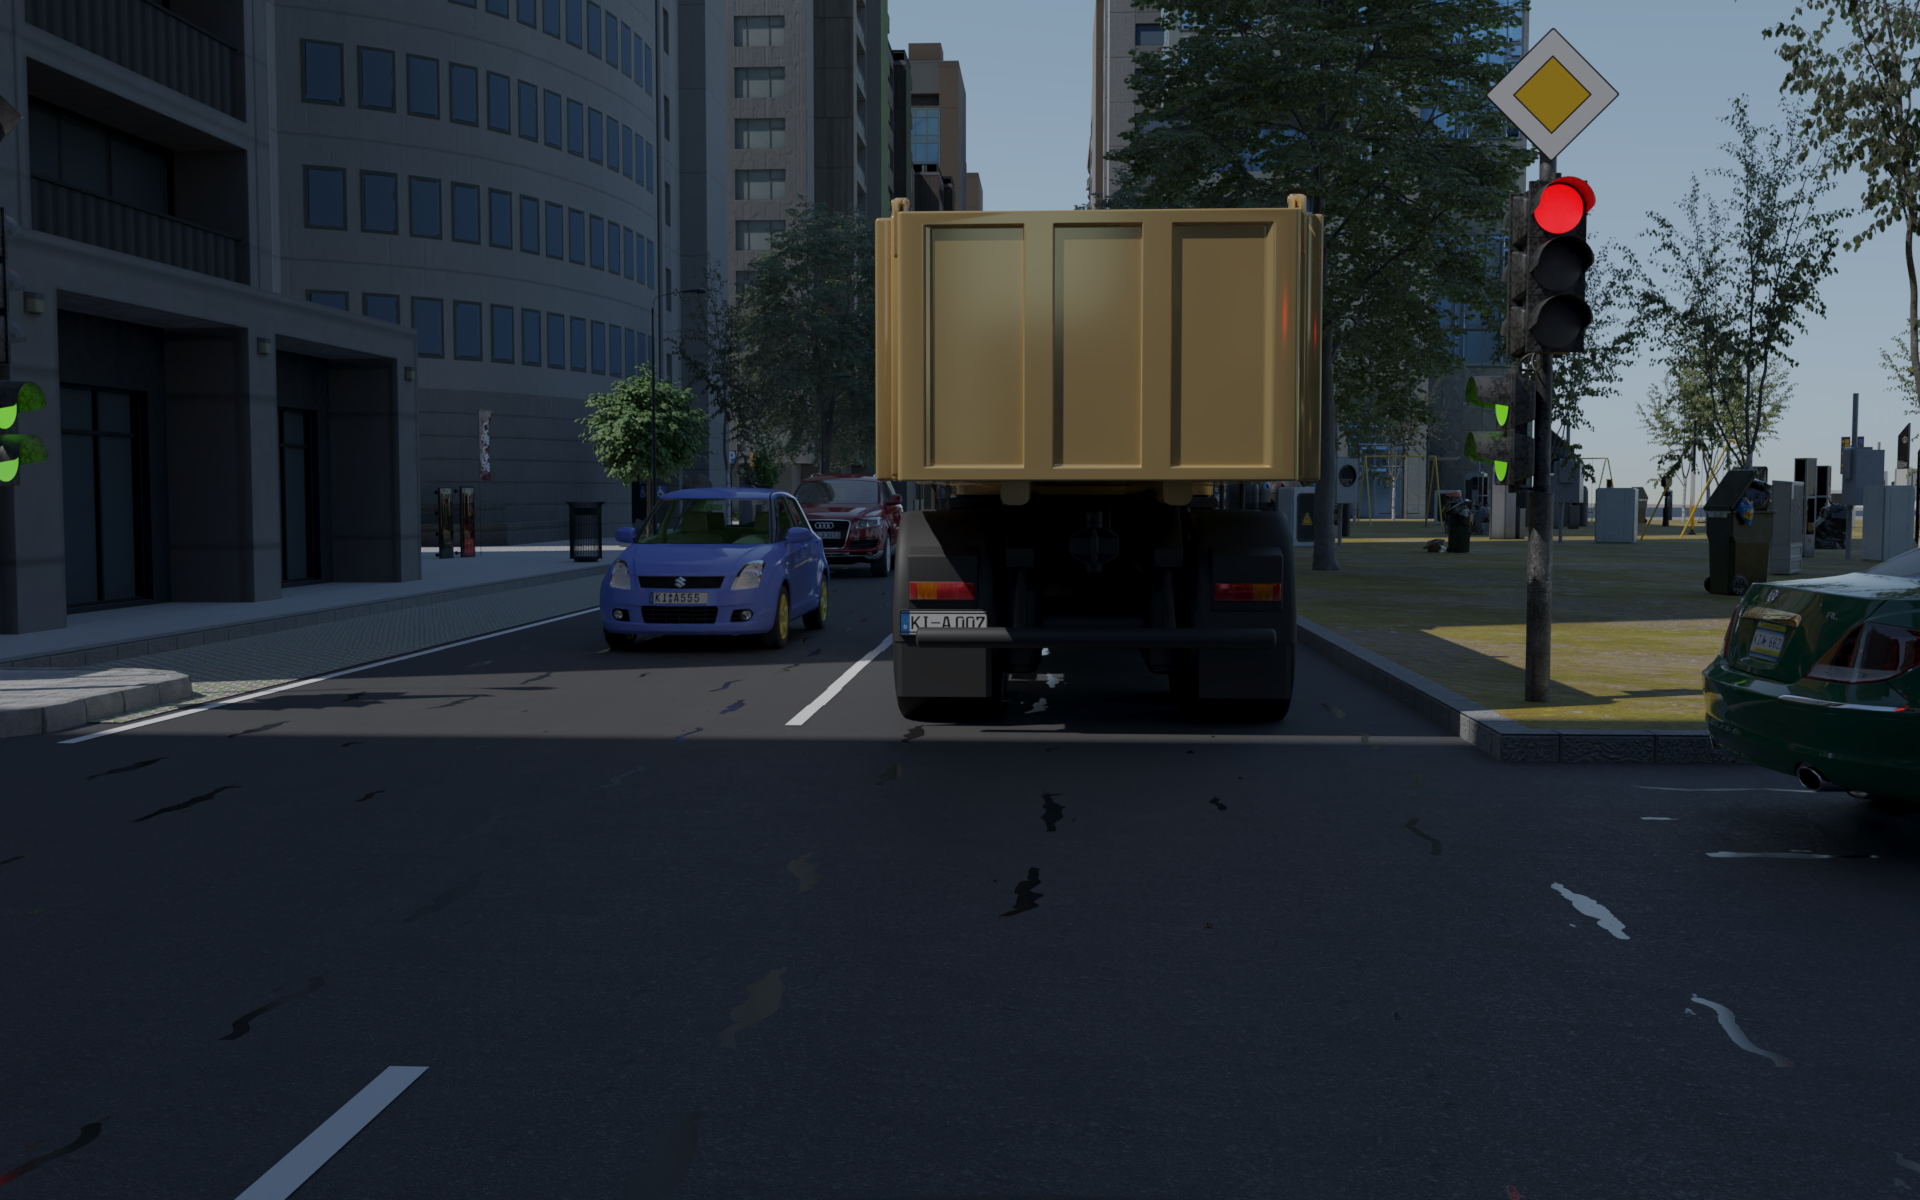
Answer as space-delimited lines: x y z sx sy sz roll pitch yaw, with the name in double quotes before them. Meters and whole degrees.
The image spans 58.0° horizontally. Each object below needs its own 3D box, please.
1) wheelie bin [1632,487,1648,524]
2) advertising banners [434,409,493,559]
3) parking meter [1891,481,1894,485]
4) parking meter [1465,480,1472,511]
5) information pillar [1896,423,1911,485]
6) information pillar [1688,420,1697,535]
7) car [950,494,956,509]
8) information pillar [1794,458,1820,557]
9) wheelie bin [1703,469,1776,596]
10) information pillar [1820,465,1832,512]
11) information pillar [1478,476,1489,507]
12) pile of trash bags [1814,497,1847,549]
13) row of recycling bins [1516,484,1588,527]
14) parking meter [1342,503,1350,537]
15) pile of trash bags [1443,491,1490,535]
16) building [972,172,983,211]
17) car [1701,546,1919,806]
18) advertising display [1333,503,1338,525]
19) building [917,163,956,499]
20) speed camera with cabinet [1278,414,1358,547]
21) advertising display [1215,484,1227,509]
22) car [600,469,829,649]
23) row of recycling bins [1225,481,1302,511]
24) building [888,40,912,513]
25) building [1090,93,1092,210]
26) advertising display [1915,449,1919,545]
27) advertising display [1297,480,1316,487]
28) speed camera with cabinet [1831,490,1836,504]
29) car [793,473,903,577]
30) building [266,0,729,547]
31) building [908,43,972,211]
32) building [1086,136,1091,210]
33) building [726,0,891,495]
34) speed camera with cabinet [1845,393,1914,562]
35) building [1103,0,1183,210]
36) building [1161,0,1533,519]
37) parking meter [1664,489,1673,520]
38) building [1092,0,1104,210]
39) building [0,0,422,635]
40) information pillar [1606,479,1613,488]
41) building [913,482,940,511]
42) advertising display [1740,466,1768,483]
"wheelie bin" 29.450 -4.127 75.385 0.980 1.594 0.693 -1 4 -22
"advertising banners" -9.998 -2.376 35.036 0.090 3.025 2.074 1 4 17
"parking meter" 37.978 -3.948 70.269 0.255 1.863 0.399 -1 4 -11
"parking meter" 20.862 -3.997 71.060 0.255 1.863 0.399 1 4 12
"information pillar" 31.089 -4.021 57.090 0.183 3.616 0.504 -1 4 -12
"information pillar" 23.261 -3.890 54.954 0.183 3.616 0.504 1 4 16
"car" -0.136 -6.936 123.627 2.015 1.641 3.980 0 4 3
"information pillar" 17.182 -1.881 35.241 0.304 2.012 0.304 -2 4 -25
"wheelie bin" 9.960 -0.870 22.139 0.693 1.594 0.980 0 4 -7
"information pillar" 22.202 -2.451 44.562 0.304 2.012 0.304 3 5 40
"information pillar" 21.507 -4.081 71.218 0.304 2.012 0.304 -1 4 -21
"pile of trash bags" 19.840 -1.892 40.687 1.912 1.369 3.447 2 4 31
"row of recycling bins" 23.327 -3.751 68.440 3.534 1.692 1.069 -1 4 -21
"parking meter" 11.615 -2.846 52.239 0.255 1.863 0.399 1 4 23
"pile of trash bags" 16.470 -2.815 55.774 1.912 1.369 3.447 -1 4 -9
"building" -4.075 -35.794 235.339 14.600 45.320 14.200 0 4 3
"car" 5.727 0.284 7.149 4.920 1.459 2.131 0 4 4
"advertising display" 15.405 -4.033 71.152 0.123 1.923 0.974 -1 4 -21
"building" -7.773 -23.217 151.293 14.160 30.474 14.107 0 4 3
"speed camera with cabinet" 8.736 -2.927 42.190 2.038 3.252 0.660 -2 4 -28
"advertising display" 10.871 -4.062 71.623 0.974 1.923 0.123 -2 4 -29
"car" -2.365 -0.467 17.219 1.945 1.707 3.694 0 4 4
"row of recycling bins" 7.968 -2.351 45.558 1.069 1.692 3.534 2 4 35
"building" -10.503 -20.565 107.936 14.160 30.474 14.107 0 4 3
"building" 24.625 -34.210 183.030 21.300 48.544 21.600 0 4 3
"advertising display" 13.328 -1.105 23.273 0.123 1.923 0.974 -2 4 -26
"advertising display" 11.016 -3.002 54.294 0.974 1.923 0.123 0 4 -4
"speed camera with cabinet" 34.109 -4.375 65.863 2.038 3.252 0.660 2 4 33
"car" -2.137 -1.410 31.727 2.281 1.827 5.304 0 4 3
"building" -20.239 -31.232 52.637 21.231 58.520 28.212 0 4 3
"building" -6.631 -32.215 176.821 14.600 45.320 14.200 0 4 3
"building" 26.270 -33.893 208.777 22.147 44.769 28.867 0 4 3
"building" -11.421 -25.075 93.566 14.154 41.232 14.086 0 4 3
"speed camera with cabinet" 17.656 -2.384 33.306 0.660 3.252 2.038 0 4 6
"building" 21.418 -36.058 131.555 21.231 58.520 28.212 0 4 3
"building" 20.717 -48.225 101.144 22.319 86.520 31.000 0 4 3
"parking meter" 34.614 -4.661 84.620 0.372 1.533 0.369 0 3 0
"building" 18.737 -30.799 153.679 14.600 45.320 14.200 0 4 3
"building" -18.478 -35.566 19.757 20.563 71.187 20.611 0 4 3
"information pillar" 31.488 -4.865 84.027 0.304 2.012 0.304 1 4 20
"building" -16.057 -17.429 130.003 27.650 21.520 28.899 0 4 3
"advertising display" 18.251 -2.118 39.849 0.974 1.923 0.123 -3 4 -36
